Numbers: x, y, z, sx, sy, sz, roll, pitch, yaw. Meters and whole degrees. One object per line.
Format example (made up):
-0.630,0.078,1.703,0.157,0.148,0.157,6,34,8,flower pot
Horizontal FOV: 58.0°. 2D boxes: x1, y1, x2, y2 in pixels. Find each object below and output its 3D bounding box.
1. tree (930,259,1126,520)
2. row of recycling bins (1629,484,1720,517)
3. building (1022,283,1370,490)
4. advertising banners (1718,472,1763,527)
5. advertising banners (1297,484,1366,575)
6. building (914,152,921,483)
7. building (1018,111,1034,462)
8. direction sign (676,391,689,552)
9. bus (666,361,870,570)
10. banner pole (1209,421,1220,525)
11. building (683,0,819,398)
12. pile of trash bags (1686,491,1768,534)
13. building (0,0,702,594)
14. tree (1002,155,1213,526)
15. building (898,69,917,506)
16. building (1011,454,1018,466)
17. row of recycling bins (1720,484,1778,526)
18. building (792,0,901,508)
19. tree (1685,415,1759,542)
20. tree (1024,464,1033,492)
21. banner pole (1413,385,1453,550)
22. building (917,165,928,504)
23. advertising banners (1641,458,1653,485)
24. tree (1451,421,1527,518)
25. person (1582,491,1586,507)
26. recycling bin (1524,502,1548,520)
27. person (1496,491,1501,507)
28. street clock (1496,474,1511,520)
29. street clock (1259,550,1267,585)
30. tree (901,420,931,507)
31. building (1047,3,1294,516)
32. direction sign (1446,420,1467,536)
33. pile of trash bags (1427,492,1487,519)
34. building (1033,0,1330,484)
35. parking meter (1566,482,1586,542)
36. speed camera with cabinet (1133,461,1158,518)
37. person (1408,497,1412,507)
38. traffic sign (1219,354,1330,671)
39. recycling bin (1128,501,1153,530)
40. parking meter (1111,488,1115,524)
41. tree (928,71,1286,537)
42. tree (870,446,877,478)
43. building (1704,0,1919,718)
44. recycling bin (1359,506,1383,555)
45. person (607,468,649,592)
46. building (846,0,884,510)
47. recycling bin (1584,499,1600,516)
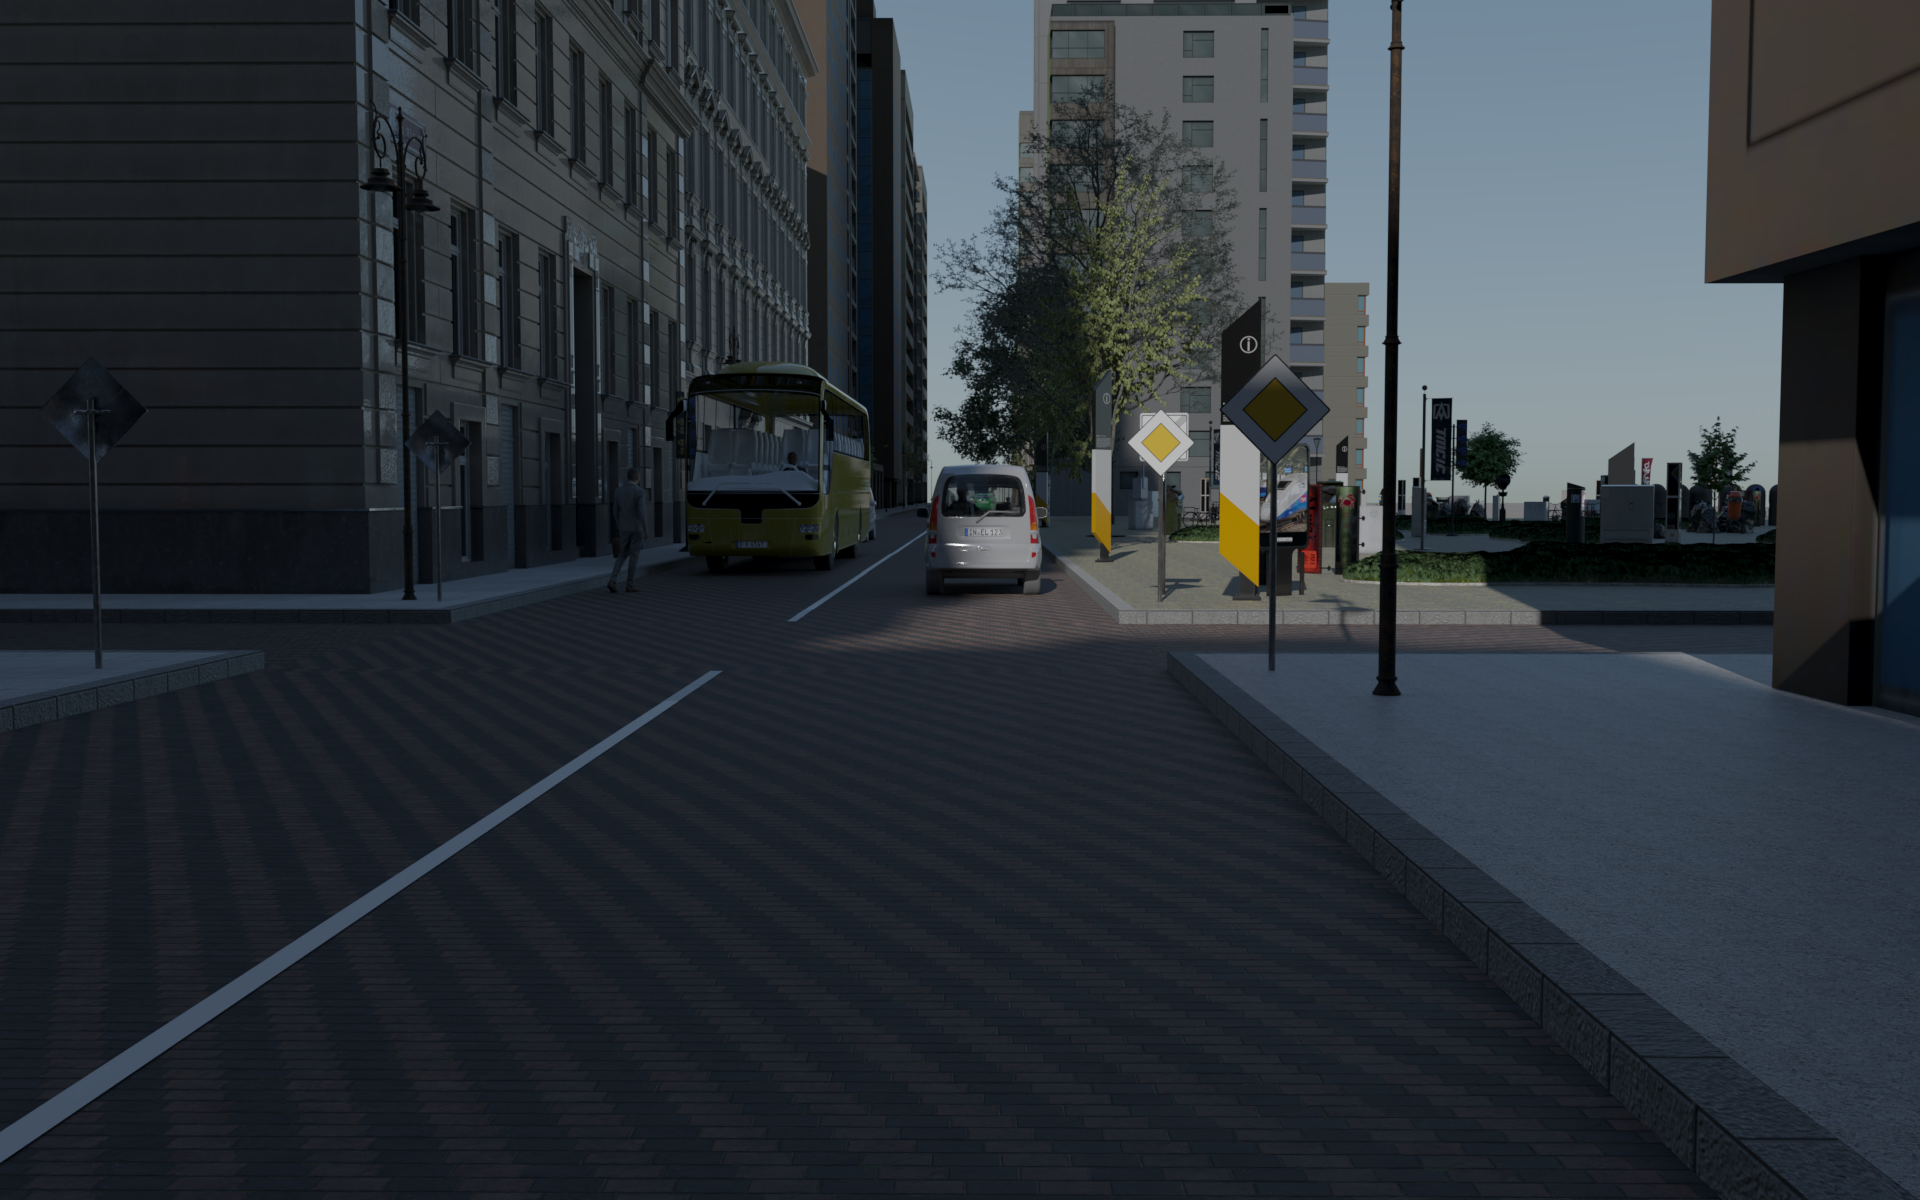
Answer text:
3.696,-10.223,84.158,9.611,12.733,9.660,0,3,0,tree
28.306,-3.803,69.291,3.534,1.692,1.069,0,4,-1,row of recycling bins
19.765,-19.038,156.317,27.650,21.520,28.899,0,4,1,building
30.774,-4.400,68.123,2.074,3.025,0.090,-1,4,-20,advertising banners
5.653,-1.935,27.825,0.090,3.025,2.074,-3,4,-39,advertising banners
-16.214,-34.381,216.752,22.147,44.769,28.867,0,4,1,building
13.279,-30.847,187.947,14.154,41.232,14.086,0,4,1,building
-6.076,-2.843,38.476,0.379,3.537,0.876,1,4,19,direction sign
-3.522,-2.708,35.818,2.896,3.916,12.252,0,4,1,bus
8.646,-4.208,58.824,0.401,3.779,0.863,-2,4,-31,banner pole
-15.824,-17.835,68.014,17.030,29.872,44.131,0,4,1,building
25.157,-2.886,56.936,1.912,1.369,3.447,1,4,12,pile of trash bags
-13.025,-14.449,33.498,12.463,27.353,25.104,0,4,1,building
3.402,-5.408,38.777,4.737,8.622,4.395,0,3,0,tree
-16.153,-34.670,190.553,21.300,48.544,21.600,0,4,1,building
20.264,-22.316,209.912,27.650,21.520,28.899,0,4,1,building
32.745,-3.866,70.320,3.534,1.692,1.069,1,4,14,row of recycling bins
-12.726,-31.276,161.469,14.600,45.320,14.200,0,4,1,building
18.564,-2.914,42.245,1.663,3.219,1.824,0,3,0,tree
3.985,-6.930,107.900,1.663,3.219,1.824,0,3,0,tree
10.871,-3.042,39.750,0.863,3.779,0.401,2,4,26,banner pole
-15.554,-37.859,242.695,21.300,48.544,21.600,0,4,1,building
32.439,-5.365,83.913,2.074,3.025,0.090,1,4,19,advertising banners
23.578,-5.725,77.315,4.285,4.588,4.351,0,3,0,tree
63.517,-10.235,176.505,0.621,1.740,0.551,0,4,-2,person
19.417,-2.804,58.396,0.722,1.027,0.722,2,4,24,recycling bin
54.118,-10.081,174.037,1.217,1.735,0.721,3,5,40,person
19.357,-3.498,61.764,0.471,2.002,0.358,-1,4,-11,street clock
4.322,-1.213,24.407,0.358,2.002,0.471,-1,4,-18,street clock
-5.165,-13.604,172.782,4.360,8.622,3.978,0,3,0,tree
12.266,-20.461,106.233,14.160,30.474,14.107,0,4,1,building
14.984,-3.709,52.640,0.876,3.537,0.379,-1,4,-12,direction sign
23.112,-4.403,81.749,3.447,1.369,1.912,-2,4,-26,pile of trash bags
15.867,-35.746,126.452,21.231,58.520,28.212,0,4,1,building
12.995,-1.722,36.567,0.372,1.533,0.369,0,3,0,parking meter
10.195,-6.122,94.435,0.660,3.252,2.038,3,4,39,speed camera with cabinet
45.631,-9.952,174.441,0.991,1.433,0.599,0,4,-4,person
2.266,-0.544,12.535,0.795,2.450,0.064,0,4,1,traffic sign
6.527,-3.059,62.565,0.722,1.027,0.722,-1,4,-15,recycling bin
6.369,-3.968,73.291,0.372,1.533,0.369,0,3,0,parking meter
4.243,-8.627,51.418,12.009,13.543,11.850,0,3,0,tree
-6.048,-6.700,93.261,4.285,4.588,4.351,0,3,0,tree
11.838,-21.603,3.316,14.600,45.320,14.200,0,4,1,building
8.652,-1.497,37.029,0.722,1.027,0.722,1,4,9,recycling bin
-4.820,-1.023,25.348,0.709,1.813,0.853,1,4,22,person
-16.895,-43.121,143.282,20.563,71.187,20.611,0,4,1,building
30.186,-4.280,82.525,0.722,1.027,0.722,0,4,5,recycling bin
